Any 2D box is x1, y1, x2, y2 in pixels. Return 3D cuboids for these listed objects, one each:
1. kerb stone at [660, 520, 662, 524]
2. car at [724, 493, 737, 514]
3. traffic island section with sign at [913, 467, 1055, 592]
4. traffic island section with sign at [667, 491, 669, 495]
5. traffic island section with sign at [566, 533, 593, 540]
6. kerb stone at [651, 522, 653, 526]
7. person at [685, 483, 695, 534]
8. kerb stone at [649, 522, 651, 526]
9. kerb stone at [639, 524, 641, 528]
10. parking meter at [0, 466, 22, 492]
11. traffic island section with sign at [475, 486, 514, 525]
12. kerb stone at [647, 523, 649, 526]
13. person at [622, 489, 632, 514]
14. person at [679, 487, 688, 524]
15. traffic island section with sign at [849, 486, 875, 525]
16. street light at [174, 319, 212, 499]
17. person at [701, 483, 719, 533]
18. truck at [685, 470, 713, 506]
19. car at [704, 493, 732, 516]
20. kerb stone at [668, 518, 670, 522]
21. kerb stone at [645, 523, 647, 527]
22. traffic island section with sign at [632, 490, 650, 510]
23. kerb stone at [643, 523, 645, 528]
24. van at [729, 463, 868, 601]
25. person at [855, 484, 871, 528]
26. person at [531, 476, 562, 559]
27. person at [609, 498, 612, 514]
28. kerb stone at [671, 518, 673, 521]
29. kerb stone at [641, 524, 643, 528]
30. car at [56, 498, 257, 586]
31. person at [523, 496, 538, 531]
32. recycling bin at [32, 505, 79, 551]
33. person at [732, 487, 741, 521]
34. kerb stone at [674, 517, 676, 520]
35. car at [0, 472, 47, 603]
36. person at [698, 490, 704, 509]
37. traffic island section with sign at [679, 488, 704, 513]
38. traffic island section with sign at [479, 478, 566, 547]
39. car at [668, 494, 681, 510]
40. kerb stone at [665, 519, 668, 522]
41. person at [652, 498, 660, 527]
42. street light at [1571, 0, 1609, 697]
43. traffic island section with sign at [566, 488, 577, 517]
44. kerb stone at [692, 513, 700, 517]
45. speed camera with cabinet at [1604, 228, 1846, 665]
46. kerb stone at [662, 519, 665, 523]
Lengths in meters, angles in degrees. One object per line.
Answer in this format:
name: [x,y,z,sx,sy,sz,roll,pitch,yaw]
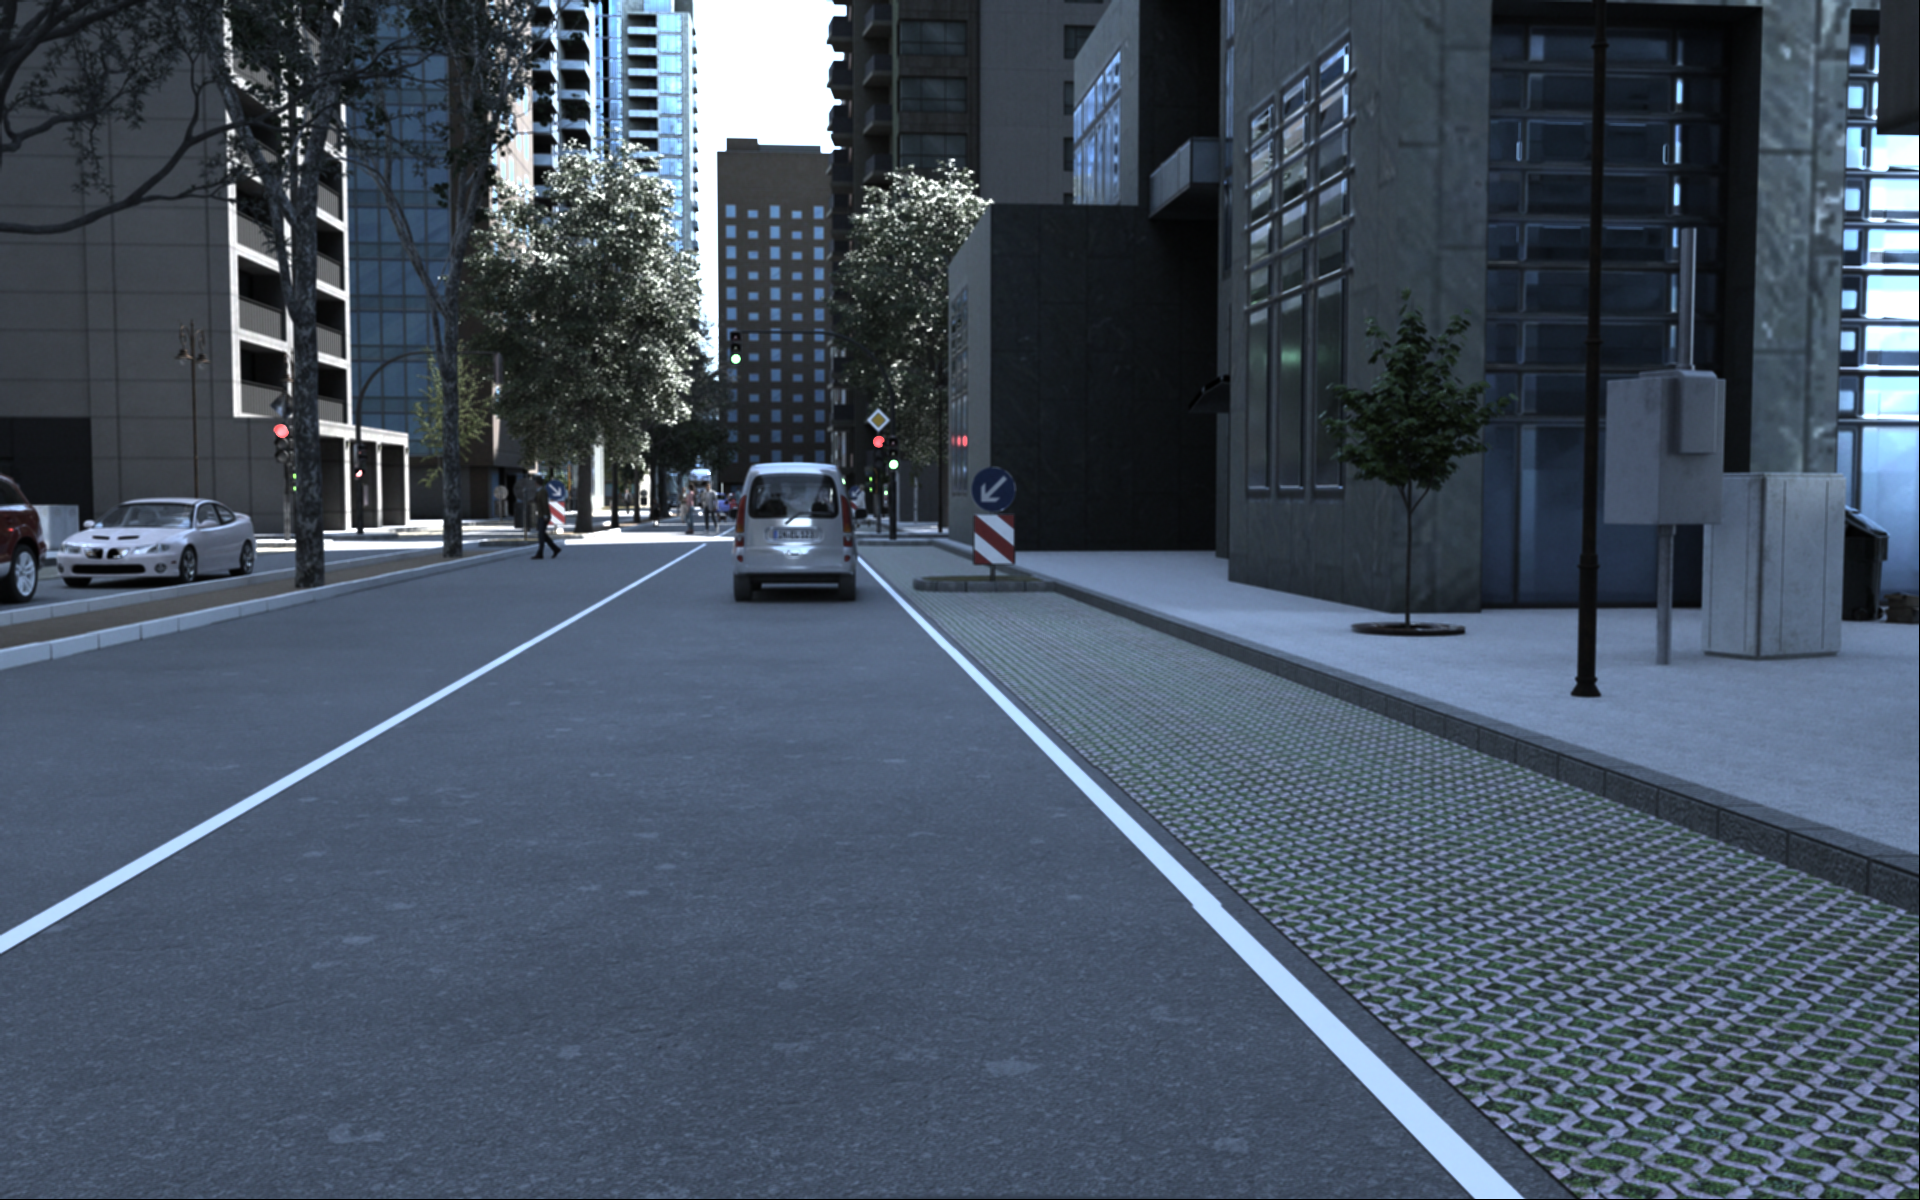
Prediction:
kerb stone: [-14.400,-3.683,82.407,0.120,0.150,1.000,0,4,-5]
car: [-16.027,-7.061,124.483,2.155,1.783,4.494,0,4,-7]
traffic island section with sign: [0.310,-1.065,26.045,1.989,1.847,2.006,0,4,-5]
traffic island section with sign: [-31.109,-10.683,183.290,1.989,1.847,2.006,0,4,-5]
traffic island section with sign: [-12.847,-2.890,55.385,2.006,1.907,1.989,0,4,-5]
kerb stone: [-13.903,-3.371,77.306,0.120,0.150,1.000,0,4,-5]
person: [-9.734,-3.300,62.458,0.388,1.821,0.555,-1,4,-12]
kerb stone: [-13.816,-3.308,76.278,0.120,0.150,1.000,0,4,-5]
kerb stone: [-13.321,-2.995,71.156,0.120,0.150,1.000,0,4,-5]
parking meter: [-19.529,-1.833,35.683,0.255,1.863,0.399,0,4,1]
traffic island section with sign: [-21.154,-4.351,79.770,1.989,1.847,2.006,0,4,-5]
kerb stone: [-13.710,-3.245,75.256,0.120,0.150,1.000,0,4,-5]
person: [-23.551,-6.945,122.455,0.661,1.777,0.834,1,4,13]
person: [-13.202,-4.519,82.942,0.519,1.759,0.362,-2,4,-28]
traffic island section with sign: [-5.042,-4.474,81.775,1.989,1.847,2.006,0,4,-5]
street light: [-20.258,-4.469,45.862,0.468,5.910,1.993,0,4,-5]
person: [-9.246,-3.409,64.083,0.661,1.843,0.795,1,4,15]
truck: [-29.501,-12.692,197.264,2.967,4.110,18.799,0,4,-7]
car: [-16.041,-6.408,114.358,1.945,1.707,3.694,0,4,-6]
kerb stone: [-14.888,-3.995,87.521,0.120,0.150,1.000,0,4,-5]
kerb stone: [-13.614,-3.183,74.238,0.120,0.150,1.000,0,4,-5]
traffic island section with sign: [-28.518,-9.042,156.459,1.989,1.847,2.006,0,4,-5]
kerb stone: [-13.519,-3.120,73.214,0.120,0.150,1.000,0,4,-5]
van: [-2.311,-1.078,24.633,2.013,2.044,4.112,0,4,-4]
person: [-4.106,-3.964,73.187,0.818,1.842,0.514,-2,4,-26]
person: [-9.246,-1.839,38.484,0.656,1.842,0.836,3,5,41]
person: [-23.361,-6.268,115.988,0.505,1.210,0.382,3,5,43]
kerb stone: [-15.081,-4.120,89.559,0.120,0.150,1.000,0,4,-5]
kerb stone: [-13.420,-3.049,72.187,0.120,0.150,1.000,0,4,-5]
car: [-13.105,-0.988,28.508,2.083,1.381,4.827,0,4,-5]
person: [-16.595,-3.587,67.108,0.822,1.834,0.622,-3,5,-42]
recycling bin: [-20.589,-1.644,39.427,0.722,1.027,0.722,2,4,29]
person: [-12.086,-5.239,94.025,0.748,1.841,0.638,-1,4,-16]
kerb stone: [-15.275,-4.241,91.616,0.120,0.150,1.000,0,4,-5]
car: [-13.148,-0.764,21.170,2.281,1.827,5.304,0,4,-5]
person: [-24.368,-9.504,163.893,1.348,1.823,0.705,3,5,41]
traffic island section with sign: [-20.047,-7.464,130.179,2.006,1.907,1.989,0,4,-5]
traffic island section with sign: [-12.147,-2.439,48.011,2.006,1.907,1.989,0,4,-5]
car: [-25.506,-8.914,155.523,2.009,1.686,4.222,0,4,-6]
kerb stone: [-14.790,-3.930,86.498,0.120,0.150,1.000,0,4,-5]
person: [-13.279,-3.825,75.706,0.362,1.253,0.373,1,4,13]
street light: [3.983,-2.328,10.844,0.468,5.910,1.993,0,4,-5]
traffic island section with sign: [-23.755,-6.008,106.855,1.989,1.847,2.006,0,4,-5]
kerb stone: [-17.536,-5.674,115.102,0.120,0.150,1.000,0,4,-5]
speed camera with cabinet: [5.967,-1.170,13.459,2.038,3.252,0.660,-2,4,-26]
kerb stone: [-14.602,-3.808,84.451,0.120,0.150,1.000,0,4,-5]
